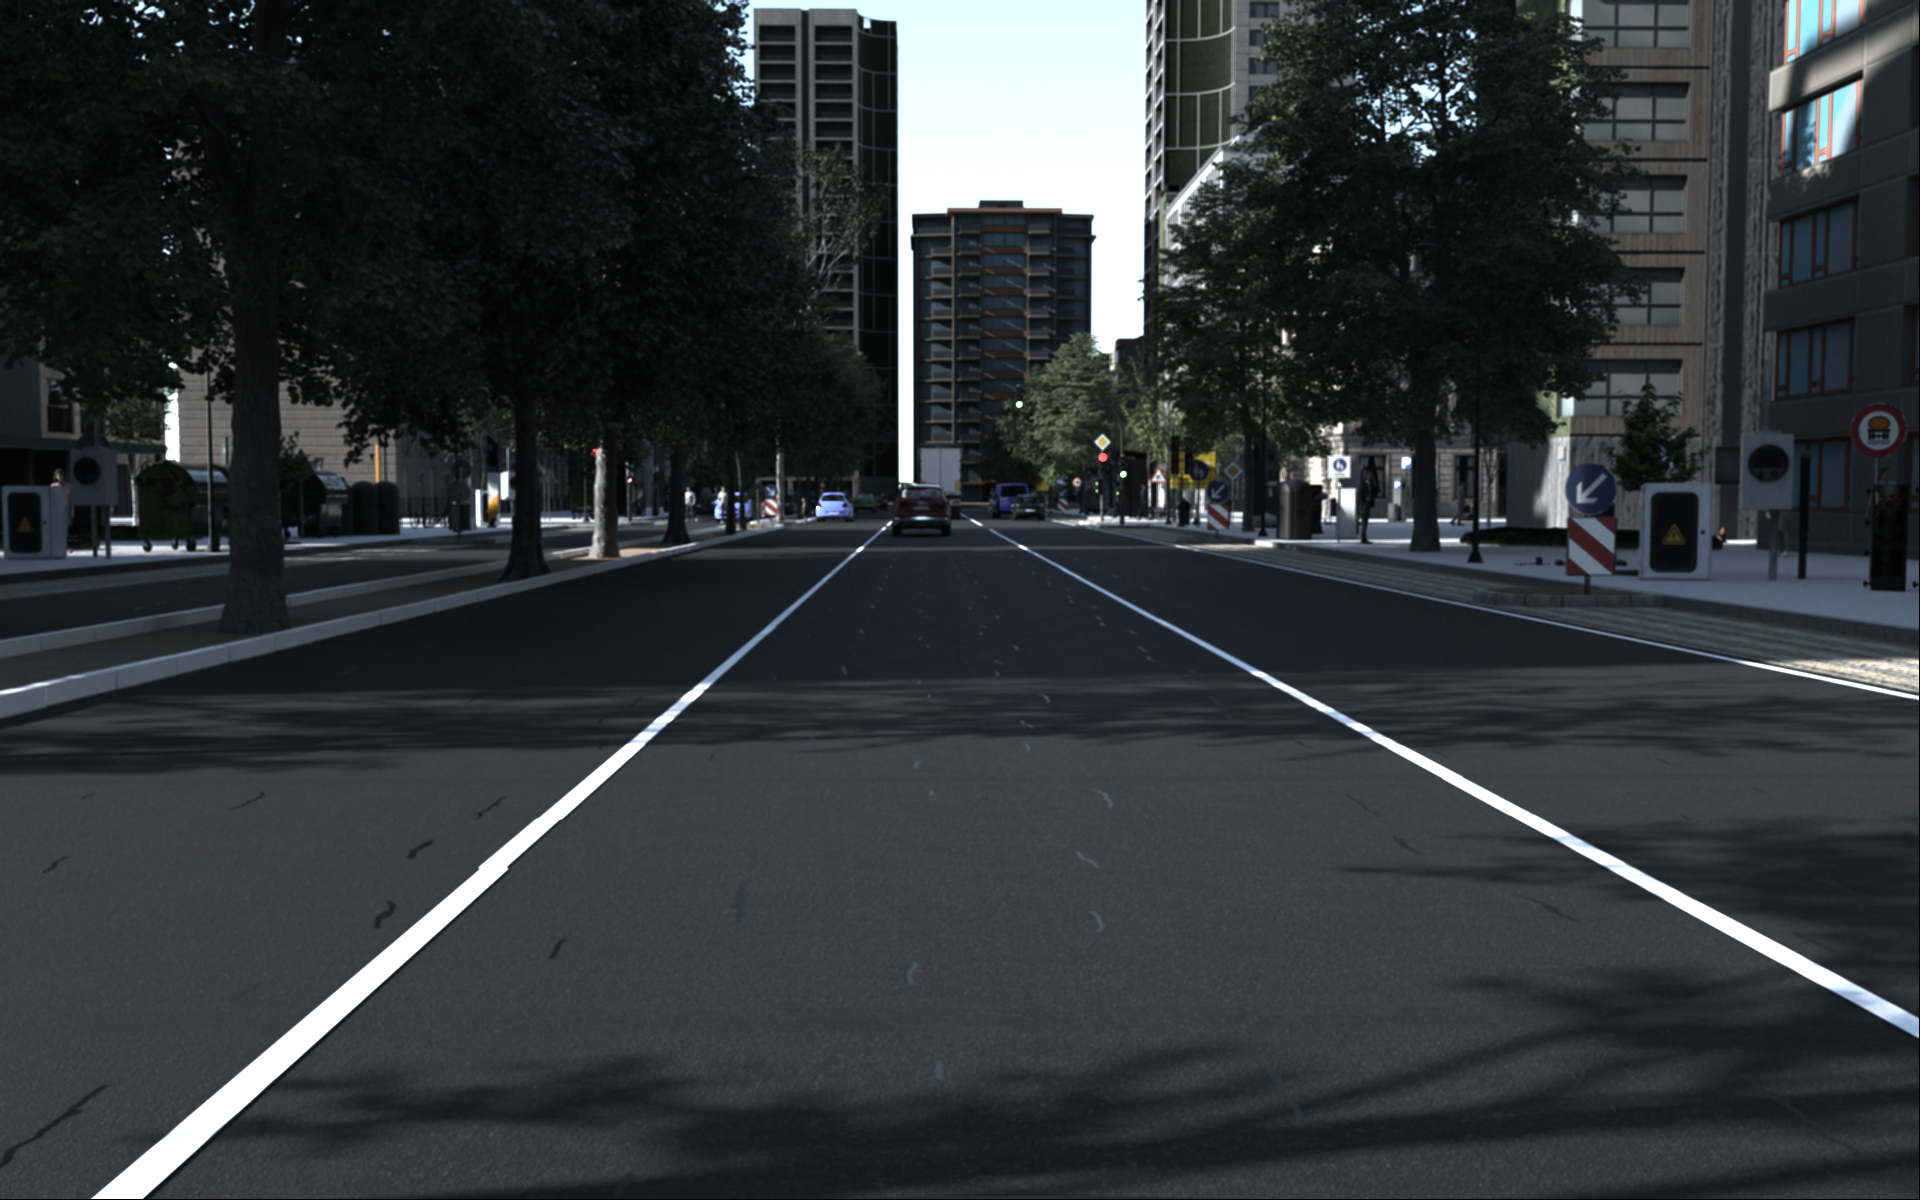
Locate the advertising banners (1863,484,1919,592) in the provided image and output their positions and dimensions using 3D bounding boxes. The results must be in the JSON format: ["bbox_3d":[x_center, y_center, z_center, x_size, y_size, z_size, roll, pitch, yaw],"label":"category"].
[{"bbox_3d":[12.689,-1.595,22.265,0.090,3.025,2.074,-2,4,-32],"label":"advertising banners"}]

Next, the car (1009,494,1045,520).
[{"bbox_3d":[3.727,-5.240,95.455,2.009,1.686,4.222,0,4,-1],"label":"car"}]

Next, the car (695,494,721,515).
[{"bbox_3d":[-15.837,-6.151,110.349,2.009,1.686,4.222,0,4,-1],"label":"car"}]

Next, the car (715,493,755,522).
[{"bbox_3d":[-11.744,-4.943,90.404,1.945,1.707,3.694,0,4,0],"label":"car"}]

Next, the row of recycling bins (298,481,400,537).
[{"bbox_3d":[-18.877,-2.849,53.689,1.069,1.692,3.534,2,4,32],"label":"row of recycling bins"}]

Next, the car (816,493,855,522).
[{"bbox_3d":[-6.443,-4.886,89.483,1.945,1.707,3.694,0,4,1],"label":"car"}]

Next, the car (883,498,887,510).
[{"bbox_3d":[-7.765,-9.177,159.837,2.009,1.686,4.222,0,4,-3],"label":"car"}]

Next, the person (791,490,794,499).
[{"bbox_3d":[-20.970,-12.827,215.896,0.705,1.807,1.348,1,4,10],"label":"person"}]

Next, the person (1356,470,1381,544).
[{"bbox_3d":[10.649,-2.430,45.136,0.474,1.900,0.648,3,4,39],"label":"person"}]

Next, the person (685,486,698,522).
[{"bbox_3d":[-14.014,-5.005,90.183,0.661,1.843,0.795,2,4,31],"label":"person"}]

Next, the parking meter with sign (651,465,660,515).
[{"bbox_3d":[-18.687,-6.733,106.338,0.543,3.016,1.738,-1,4,-10],"label":"parking meter with sign"}]

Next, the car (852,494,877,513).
[{"bbox_3d":[-7.463,-7.754,135.576,1.959,1.807,4.718,0,4,-2],"label":"car"}]

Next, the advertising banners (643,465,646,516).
[{"bbox_3d":[-18.899,-6.572,103.634,0.090,3.025,2.074,-1,4,-12],"label":"advertising banners"}]

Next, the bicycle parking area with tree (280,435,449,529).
[{"bbox_3d":[-23.527,-4.700,63.851,8.231,4.147,9.016,1,4,21],"label":"bicycle parking area with tree"}]

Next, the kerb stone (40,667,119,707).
[{"bbox_3d":[-6.210,0.615,12.141,0.120,0.150,1.000,0,4,-1],"label":"kerb stone"}]

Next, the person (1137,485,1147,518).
[{"bbox_3d":[9.617,-5.173,91.050,0.534,1.772,0.576,-2,4,-32],"label":"person"}]

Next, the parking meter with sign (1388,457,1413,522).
[{"bbox_3d":[20.499,-5.170,80.782,0.543,3.016,1.738,3,4,36],"label":"parking meter with sign"}]

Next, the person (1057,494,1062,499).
[{"bbox_3d":[10.337,-10.591,179.924,1.217,1.735,0.721,-2,4,-23],"label":"person"}]

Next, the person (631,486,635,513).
[{"bbox_3d":[-21.924,-6.680,115.356,0.767,1.812,0.694,2,4,30],"label":"person"}]

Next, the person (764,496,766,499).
[{"bbox_3d":[-22.333,-11.668,197.501,0.721,1.739,1.217,1,4,10],"label":"person"}]

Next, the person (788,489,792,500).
[{"bbox_3d":[-19.860,-11.984,201.854,0.599,1.838,0.709,2,4,31],"label":"person"}]

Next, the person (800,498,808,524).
[{"bbox_3d":[-7.400,-4.221,82.182,0.373,1.253,0.362,0,4,-3],"label":"person"}]

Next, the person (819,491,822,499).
[{"bbox_3d":[-13.265,-9.509,164.647,0.621,1.740,0.551,-2,4,-30],"label":"person"}]

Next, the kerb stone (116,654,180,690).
[{"bbox_3d":[-6.227,0.553,13.163,0.120,0.150,1.000,0,4,-1],"label":"kerb stone"}]

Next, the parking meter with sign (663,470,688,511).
[{"bbox_3d":[-20.861,-7.991,126.921,1.738,3.016,0.543,-1,4,-16],"label":"parking meter with sign"}]

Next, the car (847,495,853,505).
[{"bbox_3d":[-13.754,-12.000,205.245,2.155,1.783,4.494,0,4,-2],"label":"car"}]

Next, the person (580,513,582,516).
[{"bbox_3d":[-22.062,-5.847,101.986,0.599,1.781,0.374,-1,4,-16],"label":"person"}]

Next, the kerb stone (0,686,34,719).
[{"bbox_3d":[-6.179,0.678,11.118,0.120,0.150,1.000,0,4,-1],"label":"kerb stone"}]

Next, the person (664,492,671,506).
[{"bbox_3d":[-28.749,-10.151,172.031,1.348,1.822,0.705,-1,4,-14],"label":"person"}]

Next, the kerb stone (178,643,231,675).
[{"bbox_3d":[-6.251,0.494,14.185,0.120,0.150,1.000,0,4,-1],"label":"kerb stone"}]

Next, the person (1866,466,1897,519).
[{"bbox_3d":[17.700,-1.660,33.271,0.616,1.811,0.778,1,4,11],"label":"person"}]

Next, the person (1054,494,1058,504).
[{"bbox_3d":[9.783,-10.363,178.663,0.799,1.438,0.628,2,4,31],"label":"person"}]

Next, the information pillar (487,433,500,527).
[{"bbox_3d":[-17.981,-4.608,66.691,0.504,3.616,0.183,1,4,21],"label":"information pillar"}]

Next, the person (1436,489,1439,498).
[{"bbox_3d":[15.061,-3.027,55.806,0.793,1.790,0.793,0,4,7],"label":"person"}]

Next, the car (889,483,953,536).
[{"bbox_3d":[-1.357,-3.184,60.730,2.281,1.827,5.304,0,4,-1],"label":"car"}]

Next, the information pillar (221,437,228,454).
[{"bbox_3d":[-30.057,-4.863,70.861,0.504,3.616,0.183,3,5,42],"label":"information pillar"}]

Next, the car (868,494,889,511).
[{"bbox_3d":[-7.184,-8.643,151.102,2.009,1.686,4.222,0,4,-2],"label":"car"}]

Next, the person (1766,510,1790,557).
[{"bbox_3d":[16.850,-1.811,35.619,0.580,1.828,0.573,3,5,45],"label":"person"}]

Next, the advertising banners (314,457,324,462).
[{"bbox_3d":[-30.775,-5.208,81.335,0.090,3.025,2.074,3,5,39],"label":"advertising banners"}]

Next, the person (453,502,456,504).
[{"bbox_3d":[-20.668,-3.979,71.219,0.709,1.813,0.853,3,5,44],"label":"person"}]

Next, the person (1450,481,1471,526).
[{"bbox_3d":[20.364,-3.927,70.374,0.853,1.813,0.709,0,4,5],"label":"person"}]

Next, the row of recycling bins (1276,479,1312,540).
[{"bbox_3d":[9.584,-2.599,49.599,1.069,1.692,3.534,1,4,12],"label":"row of recycling bins"}]

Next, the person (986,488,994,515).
[{"bbox_3d":[2.045,-6.353,112.243,0.818,1.842,0.514,1,4,9],"label":"person"}]

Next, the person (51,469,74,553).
[{"bbox_3d":[-19.491,-1.925,37.525,0.555,1.821,0.388,-2,4,-33],"label":"person"}]

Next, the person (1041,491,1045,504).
[{"bbox_3d":[8.557,-10.415,177.272,0.436,1.711,0.756,1,4,17],"label":"person"}]

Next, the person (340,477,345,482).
[{"bbox_3d":[-20.114,-3.111,56.760,0.795,1.843,0.661,0,4,3],"label":"person"}]

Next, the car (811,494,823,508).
[{"bbox_3d":[-14.539,-10.443,180.527,2.009,1.686,4.222,0,4,-1],"label":"car"}]

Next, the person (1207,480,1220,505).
[{"bbox_3d":[9.597,-3.590,64.957,0.641,1.798,0.478,-1,4,-9],"label":"person"}]

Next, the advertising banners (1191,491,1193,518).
[{"bbox_3d":[12.258,-5.816,91.279,0.090,3.025,2.074,0,4,6],"label":"advertising banners"}]

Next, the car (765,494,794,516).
[{"bbox_3d":[-12.174,-6.531,116.563,2.009,1.686,4.222,0,4,0],"label":"car"}]

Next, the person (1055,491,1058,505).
[{"bbox_3d":[11.012,-11.629,196.890,0.721,1.735,1.217,-1,4,-15],"label":"person"}]

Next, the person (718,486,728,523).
[{"bbox_3d":[-11.537,-4.683,84.905,0.661,1.843,0.795,0,4,8],"label":"person"}]
